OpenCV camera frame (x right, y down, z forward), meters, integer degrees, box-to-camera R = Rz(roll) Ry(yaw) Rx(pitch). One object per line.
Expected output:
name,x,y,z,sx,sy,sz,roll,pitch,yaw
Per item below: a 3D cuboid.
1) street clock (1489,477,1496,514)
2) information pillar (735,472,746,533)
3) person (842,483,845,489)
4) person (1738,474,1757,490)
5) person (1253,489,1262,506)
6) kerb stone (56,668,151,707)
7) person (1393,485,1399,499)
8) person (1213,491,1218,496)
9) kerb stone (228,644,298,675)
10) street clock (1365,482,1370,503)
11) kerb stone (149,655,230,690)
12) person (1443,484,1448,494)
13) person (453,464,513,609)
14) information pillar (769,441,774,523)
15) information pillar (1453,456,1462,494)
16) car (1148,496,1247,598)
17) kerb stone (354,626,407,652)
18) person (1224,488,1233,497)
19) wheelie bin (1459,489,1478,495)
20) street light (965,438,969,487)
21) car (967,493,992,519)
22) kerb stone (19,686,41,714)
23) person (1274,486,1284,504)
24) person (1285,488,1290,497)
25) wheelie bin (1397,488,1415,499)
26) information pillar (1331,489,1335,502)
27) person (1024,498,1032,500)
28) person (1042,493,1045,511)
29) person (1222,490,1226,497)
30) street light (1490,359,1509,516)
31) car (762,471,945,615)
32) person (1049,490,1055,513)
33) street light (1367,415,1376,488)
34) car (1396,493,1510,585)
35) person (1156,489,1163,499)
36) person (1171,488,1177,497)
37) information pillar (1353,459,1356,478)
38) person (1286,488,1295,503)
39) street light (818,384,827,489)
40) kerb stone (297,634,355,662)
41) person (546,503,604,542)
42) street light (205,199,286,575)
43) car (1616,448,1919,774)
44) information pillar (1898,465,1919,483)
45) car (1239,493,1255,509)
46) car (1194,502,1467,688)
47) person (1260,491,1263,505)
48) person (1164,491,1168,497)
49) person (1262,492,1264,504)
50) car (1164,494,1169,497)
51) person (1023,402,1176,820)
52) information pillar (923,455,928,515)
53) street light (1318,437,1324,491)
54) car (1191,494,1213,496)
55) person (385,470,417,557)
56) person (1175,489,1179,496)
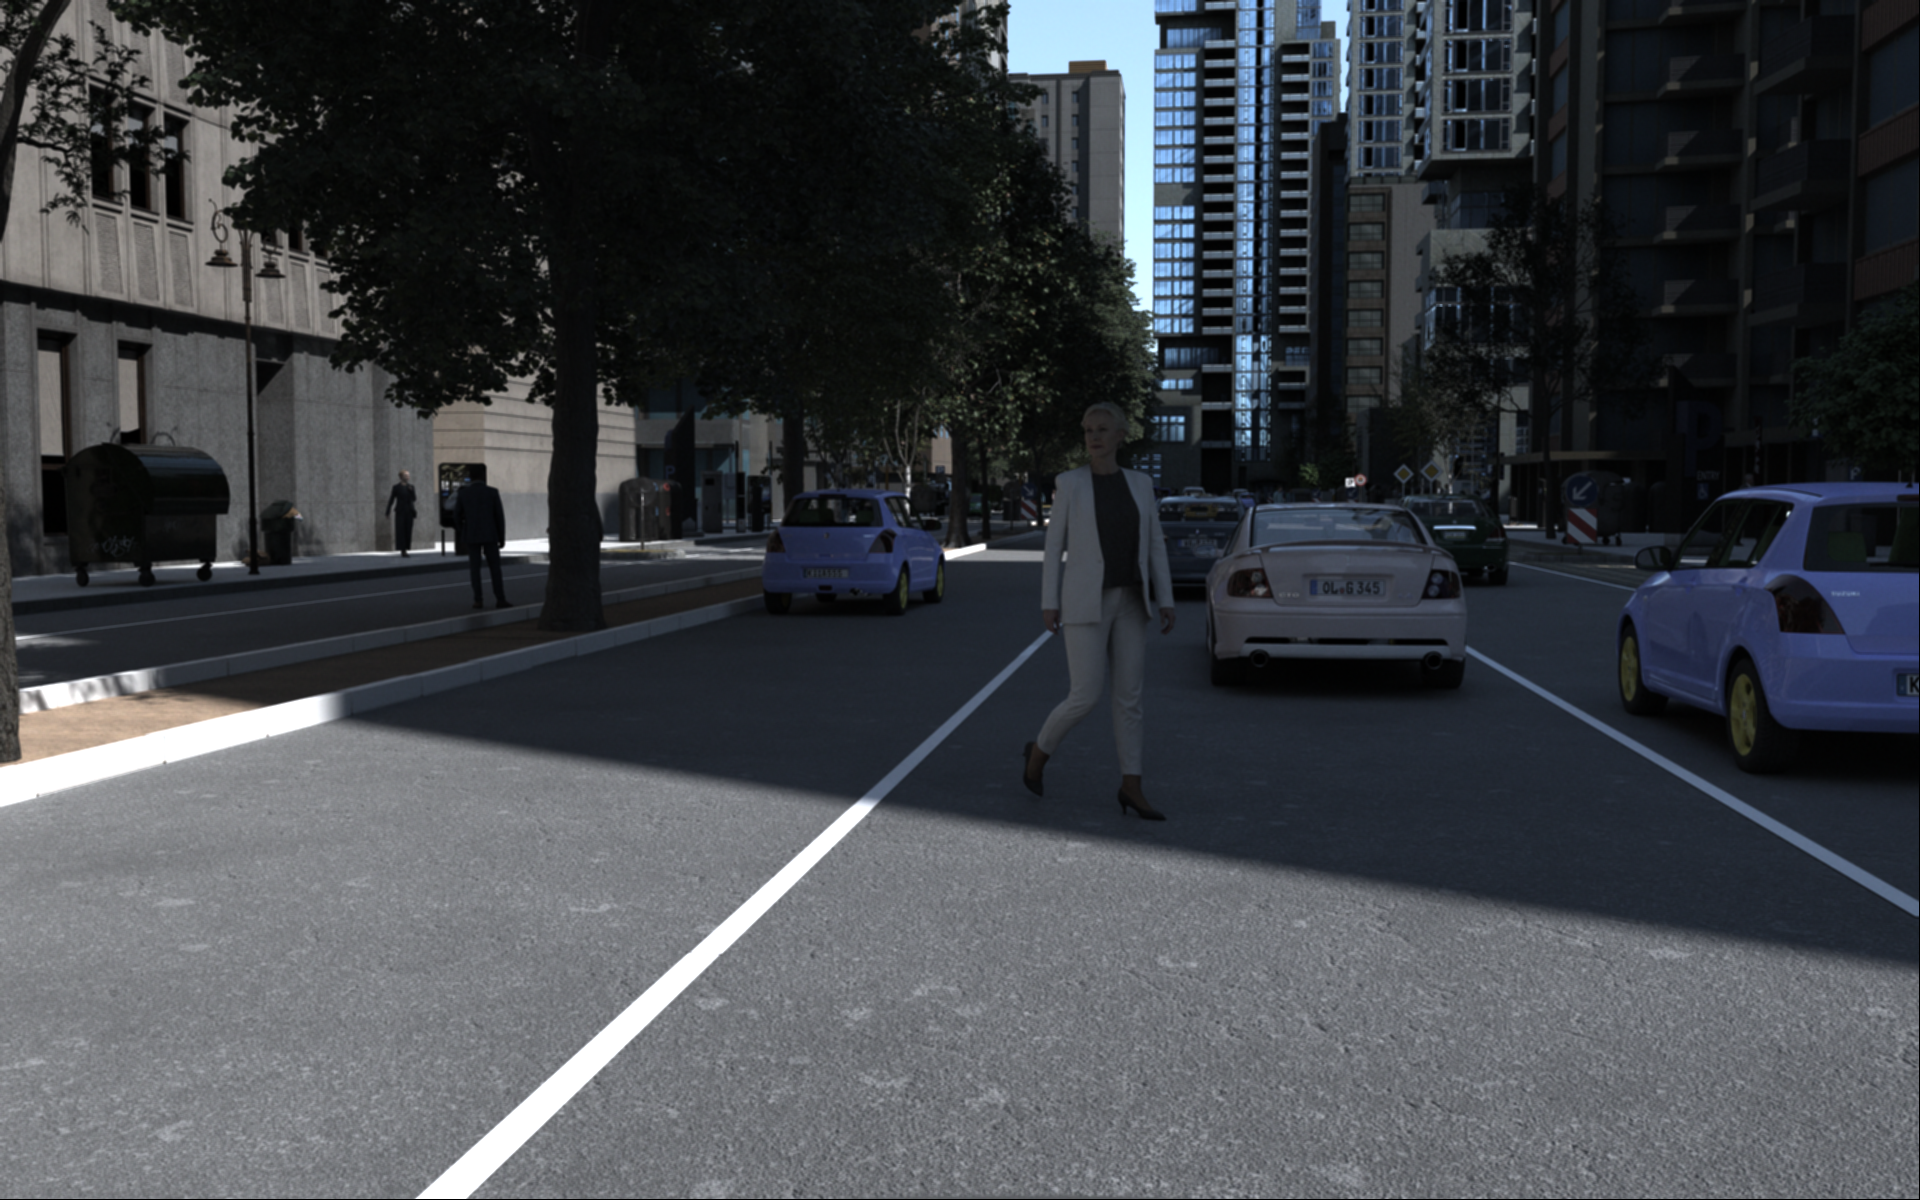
street clock,23.298,-4.344,75.597,0.471,2.002,0.358,-3,5,-42
information pillar,-7.256,-3.230,57.302,0.304,2.012,0.304,-1,4,-15
person,-4.357,-3.396,64.009,0.794,1.824,0.713,-3,4,-37
person,19.426,-2.207,42.524,0.661,1.777,0.834,-2,4,-30
person,20.084,-6.610,116.747,0.721,1.800,0.419,2,4,24
kerb stone,-6.012,0.619,12.072,0.120,0.150,1.000,0,4,8
person,25.001,-5.694,99.316,0.511,1.800,0.466,0,4,2
person,27.433,-10.821,186.090,0.551,1.740,0.621,-2,4,-28
kerb stone,-5.725,0.495,14.095,0.120,0.150,1.000,0,4,8
street clock,24.748,-6.140,104.954,0.358,2.002,0.471,-1,4,-23
kerb stone,-5.871,0.557,13.084,0.120,0.150,1.000,0,4,8
person,23.541,-4.738,83.855,0.694,1.780,0.624,0,4,2
person,-5.979,-0.798,21.722,0.721,1.800,0.419,-1,4,-18
information pillar,-8.328,-5.185,76.135,0.183,3.616,0.504,-1,4,-12
information pillar,29.271,-6.758,101.847,0.504,3.616,0.183,0,4,4
car,3.445,-0.794,24.978,2.014,1.417,4.499,1,4,8
kerb stone,-5.457,0.371,16.124,0.120,0.150,1.000,0,4,8
person,16.049,-5.810,103.677,0.511,1.800,0.466,-2,4,-30
wheelie bin,29.085,-5.617,99.743,0.980,1.594,0.693,-3,5,-41
street light,0.367,-8.470,111.271,0.468,5.910,1.993,0,4,8
car,0.664,-5.433,97.618,1.959,1.807,4.718,1,4,9
kerb stone,-6.153,0.681,11.057,0.120,0.150,1.000,0,4,8
person,15.482,-4.641,84.239,0.638,1.841,0.748,-1,4,-16
person,20.943,-6.229,110.597,0.529,1.795,0.600,-2,4,-27
wheelie bin,22.898,-4.946,88.767,0.980,1.594,0.693,0,4,5
information pillar,30.009,-9.078,139.772,0.504,3.616,0.183,-1,4,-20
person,5.305,-7.752,135.209,0.622,1.834,0.822,-2,4,-33
person,5.638,-6.818,120.318,0.444,1.785,0.601,-2,4,-28
person,21.404,-8.007,139.767,0.623,1.781,0.721,-2,4,-24
street light,17.920,-5.191,57.669,0.468,5.910,1.993,0,4,8
car,-1.254,-0.749,21.843,1.945,1.707,3.694,1,4,10
person,6.908,-7.320,128.777,0.643,1.750,0.593,0,4,5
street light,23.602,-7.745,99.424,0.468,5.910,1.993,0,4,8
car,7.965,-1.041,28.812,2.131,1.459,4.920,1,4,10
person,15.098,-7.483,130.647,0.655,1.846,0.447,-2,4,-32
person,13.819,-6.364,112.326,0.755,1.850,0.659,-1,4,-18
information pillar,25.905,-7.495,113.892,0.183,3.616,0.504,0,4,-1
person,19.172,-5.604,100.468,0.601,1.785,0.444,-1,4,-11
street light,-5.440,-5.945,69.981,0.468,5.910,1.993,0,4,8
kerb stone,-5.597,0.433,15.112,0.120,0.150,1.000,0,4,8
person,-5.454,-0.983,24.839,0.850,1.792,0.678,2,4,31
street light,-11.279,-3.346,27.496,0.468,5.910,1.993,0,4,8
car,5.026,-0.029,10.068,1.945,1.707,3.694,0,4,8
information pillar,18.716,-1.815,34.167,0.304,2.012,0.304,-3,4,-38
car,24.087,-8.284,145.030,1.945,1.707,3.694,0,4,8
car,2.974,-0.116,14.254,2.083,1.381,4.827,0,4,7
person,35.561,-11.962,204.748,0.621,1.740,0.551,-3,4,-37
person,20.466,-9.904,171.258,0.721,1.723,1.217,0,4,-2
person,35.863,-12.024,205.880,0.721,1.735,1.217,-1,4,-14
car,20.988,-10.245,179.503,2.014,1.417,4.499,0,4,7
person,0.614,0.033,7.834,0.514,1.842,0.818,-3,4,-38
information pillar,-2.060,-6.878,103.814,0.183,3.616,0.504,-2,4,-23
street light,29.195,-10.230,140.048,0.468,5.910,1.993,0,4,8
car,12.507,-4.855,89.600,2.015,1.641,3.980,1,4,8
person,-11.353,-1.760,35.239,0.534,1.772,0.576,2,4,32
person,18.770,-8.698,150.350,0.705,1.869,1.348,1,4,22
